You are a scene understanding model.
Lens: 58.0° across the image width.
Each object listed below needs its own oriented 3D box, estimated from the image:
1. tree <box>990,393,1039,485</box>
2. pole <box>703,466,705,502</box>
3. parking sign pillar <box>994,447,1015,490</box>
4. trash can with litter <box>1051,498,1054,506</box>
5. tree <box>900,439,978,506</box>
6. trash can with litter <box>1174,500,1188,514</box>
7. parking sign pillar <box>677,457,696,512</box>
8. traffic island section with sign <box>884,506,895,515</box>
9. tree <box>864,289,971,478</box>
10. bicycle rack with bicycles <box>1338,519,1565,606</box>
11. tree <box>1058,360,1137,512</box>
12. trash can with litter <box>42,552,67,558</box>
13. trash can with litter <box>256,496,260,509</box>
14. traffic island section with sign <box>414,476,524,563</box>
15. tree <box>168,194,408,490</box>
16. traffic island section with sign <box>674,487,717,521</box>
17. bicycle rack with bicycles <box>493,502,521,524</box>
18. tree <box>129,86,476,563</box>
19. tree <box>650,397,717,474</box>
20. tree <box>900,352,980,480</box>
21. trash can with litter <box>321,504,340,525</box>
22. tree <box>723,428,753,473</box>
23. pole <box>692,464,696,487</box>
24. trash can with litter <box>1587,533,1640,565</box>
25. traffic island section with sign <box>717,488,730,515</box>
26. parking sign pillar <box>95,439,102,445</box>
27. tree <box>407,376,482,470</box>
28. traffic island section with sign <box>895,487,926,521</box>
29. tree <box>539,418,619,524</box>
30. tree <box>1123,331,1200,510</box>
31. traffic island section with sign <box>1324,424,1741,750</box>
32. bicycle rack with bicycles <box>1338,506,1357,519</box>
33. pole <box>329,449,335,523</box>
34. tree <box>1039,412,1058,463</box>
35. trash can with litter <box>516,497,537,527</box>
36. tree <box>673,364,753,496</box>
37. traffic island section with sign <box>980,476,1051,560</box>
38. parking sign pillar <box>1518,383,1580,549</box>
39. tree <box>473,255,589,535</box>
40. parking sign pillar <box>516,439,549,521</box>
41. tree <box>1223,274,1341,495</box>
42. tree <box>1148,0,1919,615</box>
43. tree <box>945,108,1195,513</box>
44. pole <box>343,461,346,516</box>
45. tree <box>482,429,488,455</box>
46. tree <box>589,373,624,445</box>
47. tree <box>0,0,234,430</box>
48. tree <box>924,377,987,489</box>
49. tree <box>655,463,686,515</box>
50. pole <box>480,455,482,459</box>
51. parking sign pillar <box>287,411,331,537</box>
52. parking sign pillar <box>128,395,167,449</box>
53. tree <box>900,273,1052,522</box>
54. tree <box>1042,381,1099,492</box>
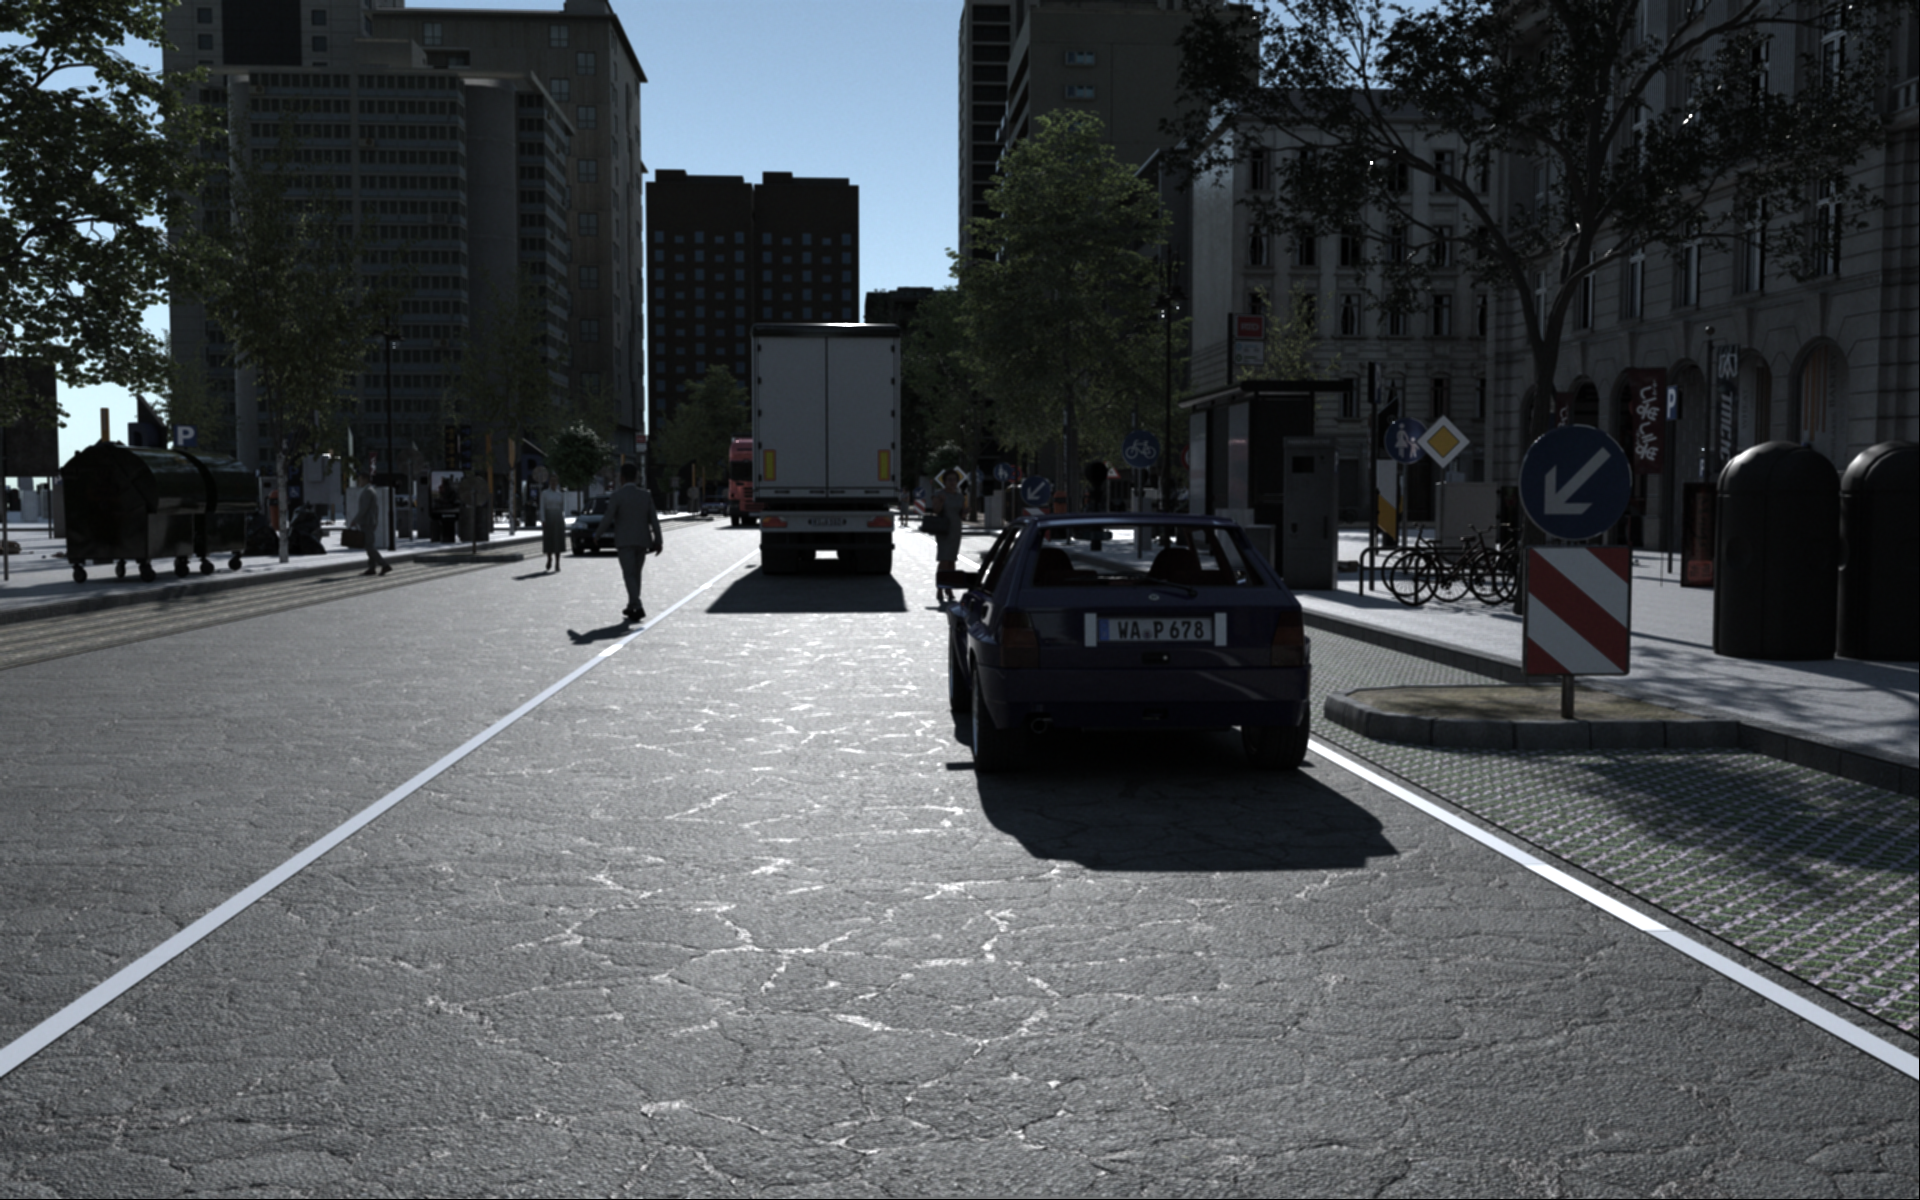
[{"bbox_3d":[4.266,-10.762,126.326,4.360,8.622,3.978,0,3,0],"label":"tree"},{"bbox_3d":[-18.878,-8.182,127.617,0.158,3.312,0.155,0,3,0],"label":"pole"},{"bbox_3d":[2.555,-6.561,95.736,1.447,3.967,1.447,1,4,14],"label":"parking sign pillar"},{"bbox_3d":[4.250,-4.344,82.414,1.055,1.170,0.624,3,5,45],"label":"trash can with litter"},{"bbox_3d":[-0.674,-7.210,101.591,4.285,4.588,4.351,0,3,0],"label":"tree"},{"bbox_3d":[5.344,-1.921,42.797,1.055,1.170,0.624,0,4,-4],"label":"trash can with litter"},{"bbox_3d":[-19.975,-8.452,126.668,1.447,3.967,1.447,-2,4,-28],"label":"parking sign pillar"},{"bbox_3d":[-4.156,-6.832,120.325,1.989,1.847,2.006,0,4,-4],"label":"traffic island section with sign"},{"bbox_3d":[-5.148,-18.637,160.608,12.611,20.169,13.585,0,3,0],"label":"tree"},{"bbox_3d":[6.219,-0.462,20.939,2.925,0.926,2.852,0,4,-6],"label":"bicycle rack with bicycles"},{"bbox_3d":[7.910,-8.731,93.108,4.360,8.622,3.978,0,3,0],"label":"tree"},{"bbox_3d":[-17.804,-1.476,35.188,1.678,1.210,2.233,-3,5,-44],"label":"trash can with litter"},{"bbox_3d":[-33.145,-4.363,82.720,1.055,1.170,0.624,1,4,20],"label":"trash can with litter"},{"bbox_3d":[-10.358,-1.719,36.733,1.989,1.847,2.006,0,4,-4],"label":"traffic island section with sign"},{"bbox_3d":[-16.659,-5.670,43.074,4.360,8.622,3.978,0,3,0],"label":"tree"},{"bbox_3d":[-14.142,-5.109,92.156,1.989,1.847,2.006,0,4,-4],"label":"traffic island section with sign"},{"bbox_3d":[-20.632,-3.808,75.645,2.925,0.926,2.852,-2,4,-31],"label":"bicycle rack with bicycles"},{"bbox_3d":[-12.405,-4.993,31.998,4.737,8.622,4.395,0,3,0],"label":"tree"},{"bbox_3d":[-20.591,-11.061,131.203,4.737,8.622,4.395,0,3,0],"label":"tree"},{"bbox_3d":[-3.069,-13.381,135.789,9.611,12.733,9.660,0,3,0],"label":"tree"},{"bbox_3d":[-27.559,-3.827,73.630,2.233,1.210,1.678,-1,4,-19],"label":"trash can with litter"},{"bbox_3d":[-24.921,-15.141,197.912,4.360,8.622,3.978,0,3,0],"label":"tree"},{"bbox_3d":[-17.915,-7.512,116.669,0.158,3.312,0.155,0,3,0],"label":"pole"},{"bbox_3d":[11.919,-1.302,32.343,1.678,1.210,2.233,0,4,-3],"label":"trash can with litter"},{"bbox_3d":[-15.965,-6.754,119.050,1.989,1.847,2.006,0,4,-4],"label":"traffic island section with sign"},{"bbox_3d":[-41.770,-5.804,83.365,1.447,3.967,1.447,1,4,8],"label":"parking sign pillar"},{"bbox_3d":[-32.675,-9.571,106.854,4.360,8.622,3.978,0,3,0],"label":"tree"},{"bbox_3d":[-2.328,-5.187,93.432,1.989,1.847,2.006,0,4,-4],"label":"traffic island section with sign"},{"bbox_3d":[-16.318,-5.502,73.673,4.285,4.588,4.351,0,3,0],"label":"tree"},{"bbox_3d":[9.099,-7.805,77.972,4.737,8.622,4.395,0,3,0],"label":"tree"},{"bbox_3d":[3.334,-0.120,10.597,1.989,1.847,2.006,0,4,-4],"label":"traffic island section with sign"},{"bbox_3d":[15.767,-3.763,74.912,2.925,0.926,2.852,1,4,9],"label":"bicycle rack with bicycles"},{"bbox_3d":[-28.308,-5.150,78.042,0.158,3.312,0.155,0,3,0],"label":"pole"},{"bbox_3d":[7.392,-9.409,104.199,4.360,8.622,3.978,0,3,0],"label":"tree"},{"bbox_3d":[-17.032,-3.440,67.631,1.055,1.170,0.624,-1,4,-9],"label":"trash can with litter"},{"bbox_3d":[-21.151,-14.230,150.788,7.486,12.596,7.792,0,3,0],"label":"tree"},{"bbox_3d":[1.468,-1.785,37.815,1.989,1.847,2.006,0,4,-4],"label":"traffic island section with sign"},{"bbox_3d":[13.538,-3.144,39.873,1.447,3.967,1.447,0,4,5],"label":"parking sign pillar"},{"bbox_3d":[-14.044,-6.330,53.851,4.737,8.622,4.395,0,3,0],"label":"tree"},{"bbox_3d":[-20.633,-5.848,84.081,1.447,3.967,1.447,1,4,9],"label":"parking sign pillar"},{"bbox_3d":[10.891,-6.622,58.635,4.360,8.622,3.978,0,3,0],"label":"tree"},{"bbox_3d":[5.906,-5.099,17.783,8.767,10.594,7.601,1,4,18],"label":"tree"},{"bbox_3d":[3.010,-8.189,52.022,7.486,12.596,7.792,0,3,0],"label":"tree"},{"bbox_3d":[-36.123,-6.597,101.710,0.158,3.312,0.155,0,3,0],"label":"pole"},{"bbox_3d":[-36.748,-10.818,127.244,4.360,8.622,3.978,0,3,0],"label":"tree"},{"bbox_3d":[-22.224,-9.407,104.164,4.737,8.622,4.395,0,3,0],"label":"tree"},{"bbox_3d":[-12.005,-6.151,18.701,7.486,12.596,7.792,0,3,0],"label":"tree"},{"bbox_3d":[-0.421,-9.738,109.574,4.737,8.622,4.395,0,3,0],"label":"tree"},{"bbox_3d":[-18.843,-7.204,112.392,1.663,3.219,1.824,0,3,0],"label":"tree"},{"bbox_3d":[-25.124,-5.929,90.783,0.158,3.312,0.155,0,3,0],"label":"pole"},{"bbox_3d":[-19.780,-3.897,52.189,1.447,3.967,1.447,0,4,5],"label":"parking sign pillar"},{"bbox_3d":[-21.996,-3.577,46.950,1.447,3.967,1.447,3,4,38],"label":"parking sign pillar"},{"bbox_3d":[0.756,-9.448,80.222,9.928,11.665,9.643,0,3,0],"label":"tree"},{"bbox_3d":[6.930,-9.717,109.233,4.737,8.622,4.395,0,3,0],"label":"tree"}]
